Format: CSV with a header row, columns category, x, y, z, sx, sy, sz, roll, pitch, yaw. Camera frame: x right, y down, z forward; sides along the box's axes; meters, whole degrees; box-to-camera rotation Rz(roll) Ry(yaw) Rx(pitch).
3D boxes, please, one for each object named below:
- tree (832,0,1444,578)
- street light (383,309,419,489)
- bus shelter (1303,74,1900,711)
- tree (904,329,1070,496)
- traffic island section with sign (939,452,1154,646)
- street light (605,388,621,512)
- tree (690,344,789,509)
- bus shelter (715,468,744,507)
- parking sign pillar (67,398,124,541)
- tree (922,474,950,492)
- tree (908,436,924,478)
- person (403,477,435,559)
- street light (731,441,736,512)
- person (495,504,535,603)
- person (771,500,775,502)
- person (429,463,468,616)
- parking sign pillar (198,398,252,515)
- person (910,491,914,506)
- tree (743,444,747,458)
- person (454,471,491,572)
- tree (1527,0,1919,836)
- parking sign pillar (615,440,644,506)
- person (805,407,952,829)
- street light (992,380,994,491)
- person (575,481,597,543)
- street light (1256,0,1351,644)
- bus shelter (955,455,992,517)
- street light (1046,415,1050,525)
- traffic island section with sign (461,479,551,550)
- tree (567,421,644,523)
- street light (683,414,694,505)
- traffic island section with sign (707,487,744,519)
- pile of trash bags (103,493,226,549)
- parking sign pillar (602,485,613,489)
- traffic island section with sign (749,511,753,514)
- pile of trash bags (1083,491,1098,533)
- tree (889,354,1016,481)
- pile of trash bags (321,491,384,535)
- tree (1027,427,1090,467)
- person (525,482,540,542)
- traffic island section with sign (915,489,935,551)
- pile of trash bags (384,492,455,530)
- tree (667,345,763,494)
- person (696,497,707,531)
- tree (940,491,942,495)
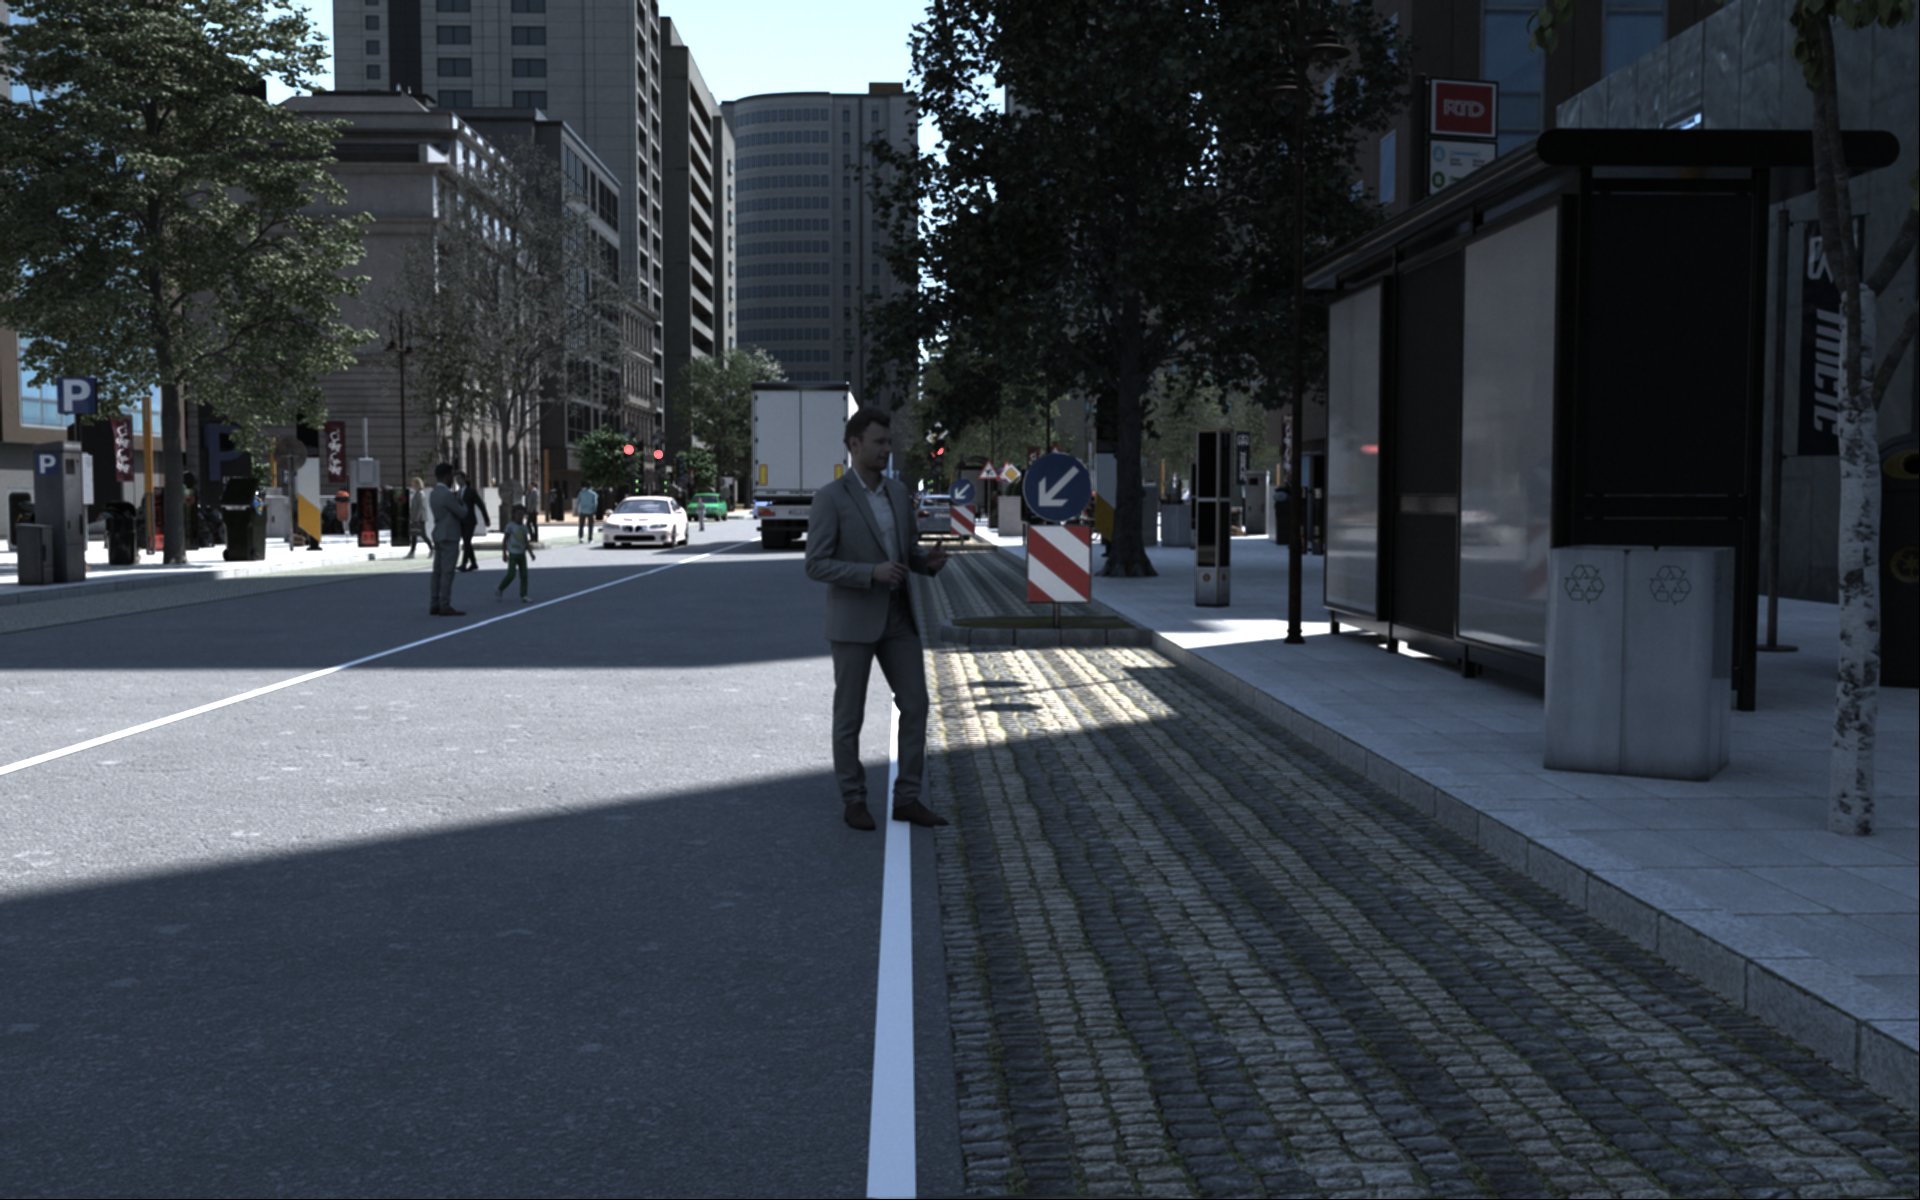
category,x,y,z,sx,sy,sz,roll,pitch,yaw
tree,2.723,-6.719,26.866,9.611,12.733,9.660,0,3,0
street light,-13.994,-4.326,43.526,0.468,5.910,1.993,0,4,-2
bus shelter,4.233,-2.244,14.314,2.179,5.291,8.768,0,4,-2
tree,1.763,-10.042,82.308,7.486,12.596,7.792,0,3,0
traffic island section with sign,0.796,-0.522,17.166,1.989,1.847,2.006,0,4,-2
street light,-14.965,-6.236,74.752,0.468,5.910,1.993,0,4,-2
tree,-18.262,-14.795,148.555,9.857,13.997,8.962,0,3,0
bus shelter,-18.417,-8.790,137.645,2.014,3.302,5.546,0,4,-2
parking sign pillar,-23.681,-3.608,47.464,1.447,3.967,1.447,-1,4,-16
tree,-1.986,-11.390,169.942,4.285,4.588,4.351,0,3,0
tree,-3.668,-17.009,212.506,7.601,10.594,8.767,-3,5,-42
person,-11.894,-1.801,38.134,0.728,1.800,0.709,-2,4,-25
street light,-16.568,-9.398,126.440,0.468,5.910,1.993,0,4,-2
person,-5.899,-0.624,22.944,0.590,1.304,0.306,2,4,27
person,-9.027,-4.674,85.263,0.374,1.781,0.599,-3,5,-43
person,-6.042,-0.725,20.542,0.511,1.800,0.466,3,4,37
parking sign pillar,-20.469,-3.658,48.278,1.447,3.967,1.447,3,5,42
person,-5.034,-10.525,181.142,0.434,1.755,0.990,1,4,13
tree,-19.190,-17.337,193.827,12.009,13.543,11.850,0,3,0
person,-9.163,-1.452,32.019,0.659,1.850,0.755,2,4,27
tree,3.194,-3.413,6.166,4.737,8.622,4.395,0,3,0
parking sign pillar,-16.208,-5.913,85.157,1.447,3.967,1.447,-1,4,-12
person,-0.324,0.080,7.397,0.583,1.804,0.606,3,5,43
street light,1.249,-5.711,66.159,0.468,5.910,1.993,0,4,-2
person,-10.904,-2.566,50.473,0.660,1.820,0.620,0,4,-4
street light,2.879,-2.565,14.728,0.468,5.910,1.993,0,4,-2
bus shelter,0.848,-6.050,92.849,2.014,3.302,5.546,0,4,-2
street light,2.067,-4.140,40.470,0.468,5.910,1.993,0,4,-2
traffic island section with sign,-11.664,-2.210,44.756,1.989,1.847,2.006,0,4,-2
tree,-15.952,-5.771,78.062,4.285,4.588,4.351,0,3,0
street light,-15.764,-7.826,100.751,0.468,5.910,1.993,0,4,-2
traffic island section with sign,-13.420,-5.546,99.308,1.989,1.847,2.006,0,4,-2
pile of trash bags,-18.652,-1.958,41.763,1.912,1.369,3.447,3,5,43
parking sign pillar,-21.982,-7.416,109.729,1.447,3.967,1.447,0,4,-4
traffic island section with sign,-14.289,-7.194,126.250,1.989,1.847,2.006,0,4,-2
pile of trash bags,5.064,-2.957,58.106,1.912,1.369,3.447,-2,4,-26
tree,-0.434,-13.804,136.060,12.009,13.543,11.850,0,3,0
pile of trash bags,-19.478,-2.767,54.995,1.912,1.369,3.447,-1,4,-16
tree,2.695,-3.421,50.541,1.663,3.219,1.824,0,3,0
person,-12.641,-2.598,51.158,0.473,1.802,0.592,0,4,3
traffic island section with sign,-0.073,-2.172,44.144,1.989,1.847,2.006,0,4,-2
pile of trash bags,-19.640,-3.208,62.199,3.447,1.369,1.912,-2,4,-31
tree,-16.682,-11.906,120.418,9.928,11.665,9.643,0,3,0
person,-10.013,-3.317,67.012,0.425,1.301,0.394,0,4,6
tree,-2.240,-14.256,183.454,4.737,8.622,4.395,0,3,0
